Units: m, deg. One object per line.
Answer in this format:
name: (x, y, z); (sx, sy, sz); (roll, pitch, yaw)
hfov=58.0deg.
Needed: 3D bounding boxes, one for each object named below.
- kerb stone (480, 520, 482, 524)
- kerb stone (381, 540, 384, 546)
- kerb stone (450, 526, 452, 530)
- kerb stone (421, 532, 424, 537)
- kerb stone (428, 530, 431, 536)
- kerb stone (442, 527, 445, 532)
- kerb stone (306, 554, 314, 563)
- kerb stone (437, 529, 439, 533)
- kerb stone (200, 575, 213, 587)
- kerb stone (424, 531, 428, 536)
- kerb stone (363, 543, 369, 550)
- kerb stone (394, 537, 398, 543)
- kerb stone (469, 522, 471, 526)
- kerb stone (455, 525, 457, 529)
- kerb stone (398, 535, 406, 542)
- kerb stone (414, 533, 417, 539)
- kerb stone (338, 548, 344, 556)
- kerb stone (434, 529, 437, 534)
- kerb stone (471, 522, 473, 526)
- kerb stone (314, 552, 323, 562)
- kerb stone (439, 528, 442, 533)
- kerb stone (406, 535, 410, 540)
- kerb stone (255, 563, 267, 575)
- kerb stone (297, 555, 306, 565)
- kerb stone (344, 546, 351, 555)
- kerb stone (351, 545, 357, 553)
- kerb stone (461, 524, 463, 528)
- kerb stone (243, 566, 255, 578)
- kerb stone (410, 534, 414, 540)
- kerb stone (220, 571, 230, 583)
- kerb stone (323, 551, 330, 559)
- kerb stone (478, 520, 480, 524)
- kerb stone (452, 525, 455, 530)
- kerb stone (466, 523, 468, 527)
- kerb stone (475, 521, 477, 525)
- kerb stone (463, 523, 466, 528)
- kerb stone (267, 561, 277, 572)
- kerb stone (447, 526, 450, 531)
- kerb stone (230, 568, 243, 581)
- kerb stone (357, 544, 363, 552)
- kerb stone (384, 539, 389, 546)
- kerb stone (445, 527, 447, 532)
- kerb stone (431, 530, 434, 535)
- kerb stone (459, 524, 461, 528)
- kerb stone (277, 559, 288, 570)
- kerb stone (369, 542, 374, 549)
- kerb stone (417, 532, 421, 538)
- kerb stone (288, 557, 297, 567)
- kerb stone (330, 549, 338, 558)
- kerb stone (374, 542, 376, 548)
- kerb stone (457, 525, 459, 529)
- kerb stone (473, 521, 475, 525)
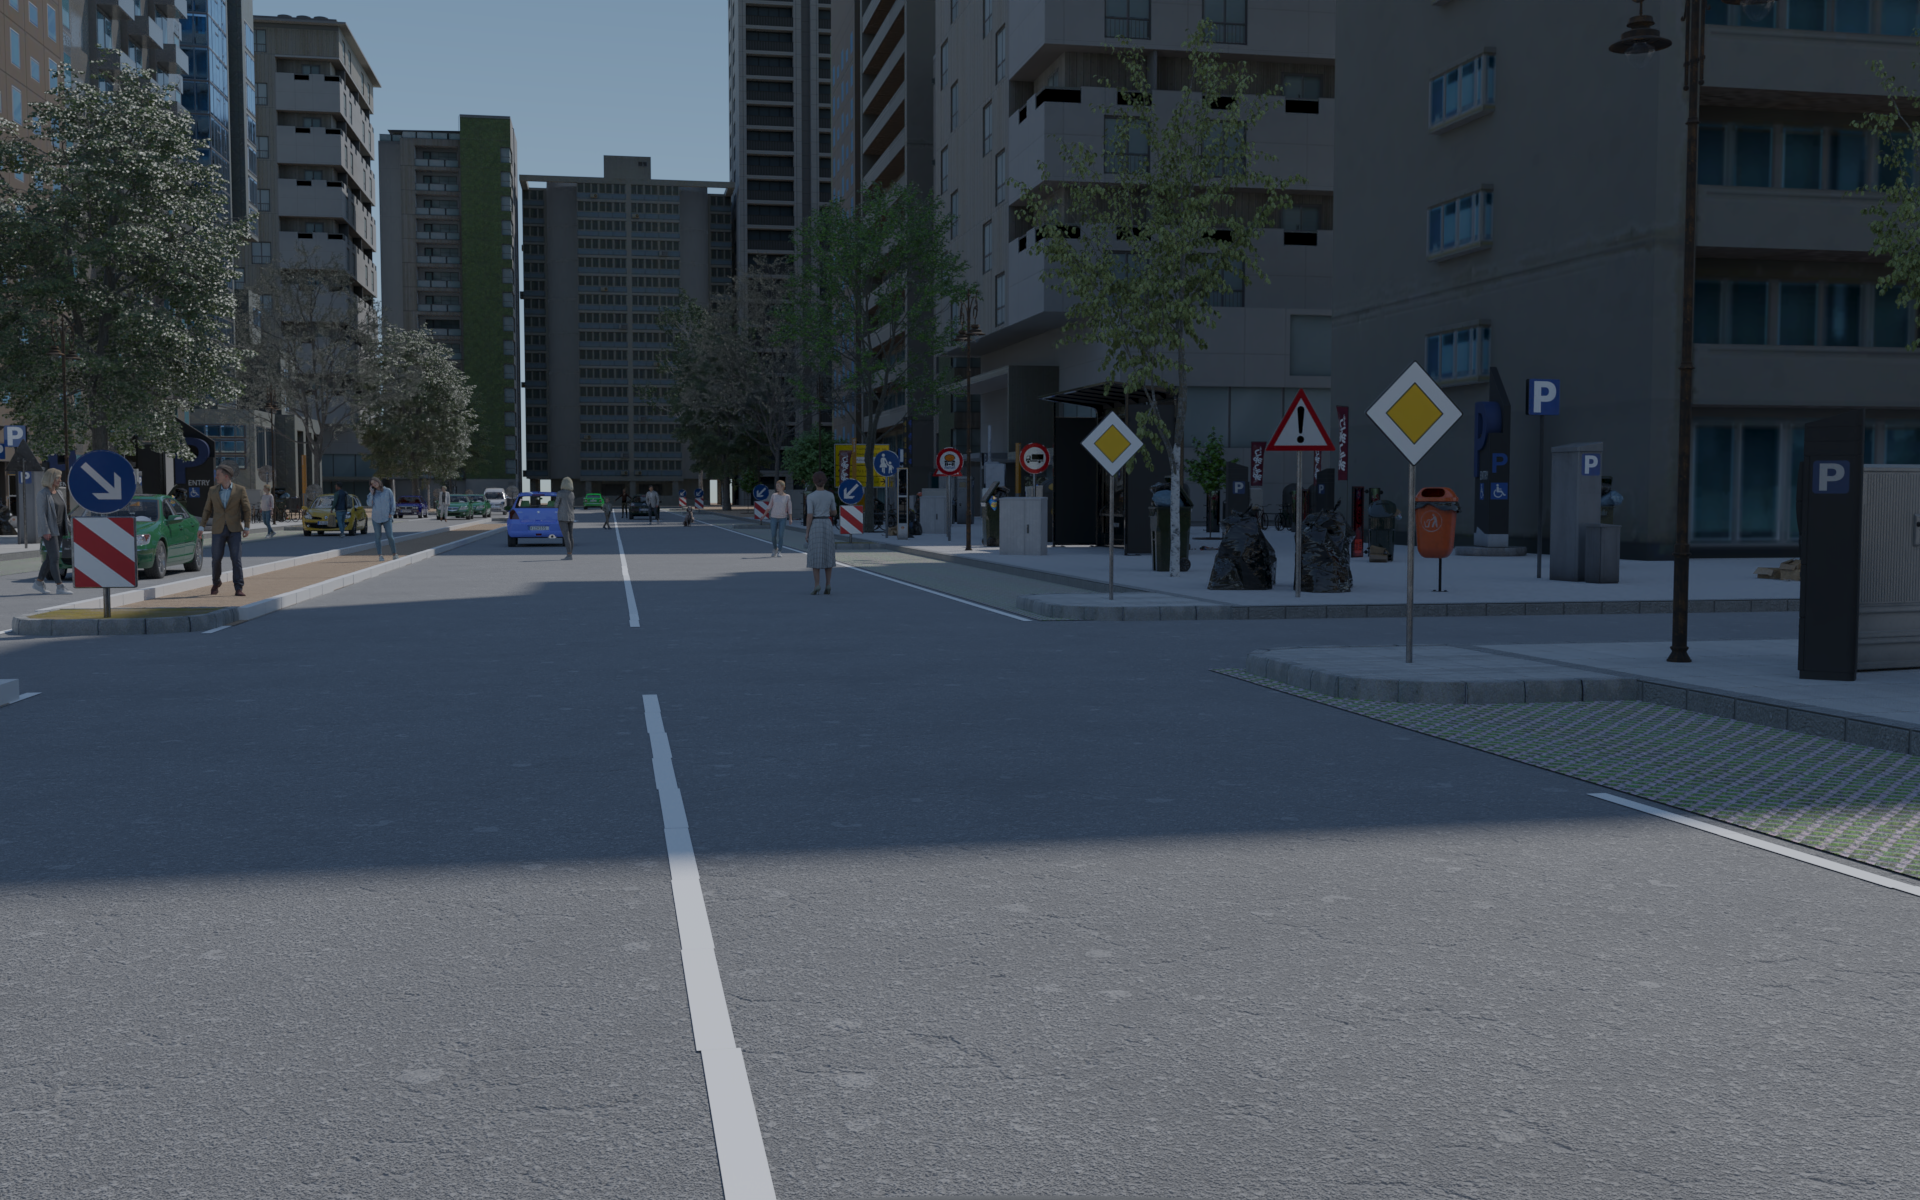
kerb stone: (-22.858, -3.651, 81.957); (0.120, 0.150, 1.000); (-1, 4, -11)
kerb stone: (-15.760, -1.503, 46.789); (0.120, 0.150, 1.000); (-1, 4, -11)
kerb stone: (-19.810, -2.734, 66.890); (0.120, 0.150, 1.000); (-1, 4, -11)
kerb stone: (-17.784, -2.117, 56.837); (0.120, 0.150, 1.000); (-1, 4, -11)
kerb stone: (-18.191, -2.242, 58.846); (0.120, 0.150, 1.000); (-1, 4, -11)
kerb stone: (-19.208, -2.550, 63.883); (0.120, 0.150, 1.000); (-1, 4, -11)
kerb stone: (-13.520, -0.828, 35.731); (0.120, 0.150, 1.000); (-1, 4, -11)
kerb stone: (-18.798, -2.426, 61.865); (0.120, 0.150, 1.000); (-1, 4, -11)
kerb stone: (-11.695, -0.274, 26.673); (0.120, 0.150, 1.000); (-1, 4, -11)
kerb stone: (-17.980, -2.180, 57.841); (0.120, 0.150, 1.000); (-1, 4, -11)
kerb stone: (-15.143, -1.320, 43.774); (0.120, 0.150, 1.000); (-1, 4, -11)
kerb stone: (-16.365, -1.688, 49.796); (0.120, 0.150, 1.000); (-1, 4, -11)
kerb stone: (-21.636, -3.286, 75.933); (0.120, 0.150, 1.000); (-1, 4, -11)
kerb stone: (-20.222, -2.856, 68.893); (0.120, 0.150, 1.000); (-1, 4, -11)
kerb stone: (-16.769, -1.812, 51.820); (0.120, 0.150, 1.000); (-1, 4, -11)
kerb stone: (-17.374, -1.996, 54.833); (0.120, 0.150, 1.000); (-1, 4, -11)
kerb stone: (-14.329, -1.073, 39.743); (0.120, 0.150, 1.000); (-1, 4, -11)
kerb stone: (-18.594, -2.365, 60.856); (0.120, 0.150, 1.000); (-1, 4, -11)
kerb stone: (-21.846, -3.345, 76.934); (0.120, 0.150, 1.000); (-1, 4, -11)
kerb stone: (-13.718, -0.889, 36.734); (0.120, 0.150, 1.000); (-1, 4, -11)
kerb stone: (-18.995, -2.488, 62.868); (0.120, 0.150, 1.000); (-1, 4, -11)
kerb stone: (-16.978, -1.871, 52.821); (0.120, 0.150, 1.000); (-1, 4, -11)
kerb stone: (-12.495, -0.521, 30.707); (0.120, 0.150, 1.000); (-1, 4, -11)
kerb stone: (-13.312, -0.767, 34.730); (0.120, 0.150, 1.000); (-1, 4, -11)
kerb stone: (-14.532, -1.133, 40.751); (0.120, 0.150, 1.000); (-1, 4, -11)
kerb stone: (-14.735, -1.193, 41.767); (0.120, 0.150, 1.000); (-1, 4, -11)
kerb stone: (-20.827, -3.040, 71.906); (0.120, 0.150, 1.000); (-1, 4, -11)
kerb stone: (-12.294, -0.458, 29.691); (0.120, 0.150, 1.000); (-1, 4, -11)
kerb stone: (-17.173, -1.935, 53.829); (0.120, 0.150, 1.000); (-1, 4, -11)
kerb stone: (-11.889, -0.329, 27.680); (0.120, 0.150, 1.000); (-1, 4, -11)
kerb stone: (-13.922, -0.943, 37.736); (0.120, 0.150, 1.000); (-1, 4, -11)
kerb stone: (-22.652, -3.594, 80.955); (0.120, 0.150, 1.000); (-1, 4, -11)
kerb stone: (-20.015, -2.795, 67.892); (0.120, 0.150, 1.000); (-1, 4, -11)
kerb stone: (-21.232, -3.159, 73.926); (0.120, 0.150, 1.000); (-1, 4, -11)
kerb stone: (-22.250, -3.471, 78.943); (0.120, 0.150, 1.000); (-1, 4, -11)
kerb stone: (-21.028, -3.100, 72.911); (0.120, 0.150, 1.000); (-1, 4, -11)
kerb stone: (-12.706, -0.582, 31.712); (0.120, 0.150, 1.000); (-1, 4, -11)
kerb stone: (-19.610, -2.672, 65.888); (0.120, 0.150, 1.000); (-1, 4, -11)
kerb stone: (-12.088, -0.396, 28.690); (0.120, 0.150, 1.000); (-1, 4, -11)
kerb stone: (-14.935, -1.259, 42.773); (0.120, 0.150, 1.000); (-1, 4, -11)
kerb stone: (-15.949, -1.566, 47.794); (0.120, 0.150, 1.000); (-1, 4, -11)
kerb stone: (-19.411, -2.611, 64.885); (0.120, 0.150, 1.000); (-1, 4, -11)
kerb stone: (-18.390, -2.302, 59.851); (0.120, 0.150, 1.000); (-1, 4, -11)
kerb stone: (-20.621, -2.979, 70.904); (0.120, 0.150, 1.000); (-1, 4, -11)
kerb stone: (-12.905, -0.643, 32.717); (0.120, 0.150, 1.000); (-1, 4, -11)
kerb stone: (-15.344, -1.374, 44.777); (0.120, 0.150, 1.000); (-1, 4, -11)
kerb stone: (-17.578, -2.054, 55.836); (0.120, 0.150, 1.000); (-1, 4, -11)
kerb stone: (-13.114, -0.705, 33.720); (0.120, 0.150, 1.000); (-1, 4, -11)
kerb stone: (-14.118, -1.007, 38.740); (0.120, 0.150, 1.000); (-1, 4, -11)
kerb stone: (-15.545, -1.442, 45.779); (0.120, 0.150, 1.000); (-1, 4, -11)
kerb stone: (-20.421, -2.916, 69.896); (0.120, 0.150, 1.000); (-1, 4, -11)
kerb stone: (-22.055, -3.401, 77.940); (0.120, 0.150, 1.000); (-1, 4, -11)
